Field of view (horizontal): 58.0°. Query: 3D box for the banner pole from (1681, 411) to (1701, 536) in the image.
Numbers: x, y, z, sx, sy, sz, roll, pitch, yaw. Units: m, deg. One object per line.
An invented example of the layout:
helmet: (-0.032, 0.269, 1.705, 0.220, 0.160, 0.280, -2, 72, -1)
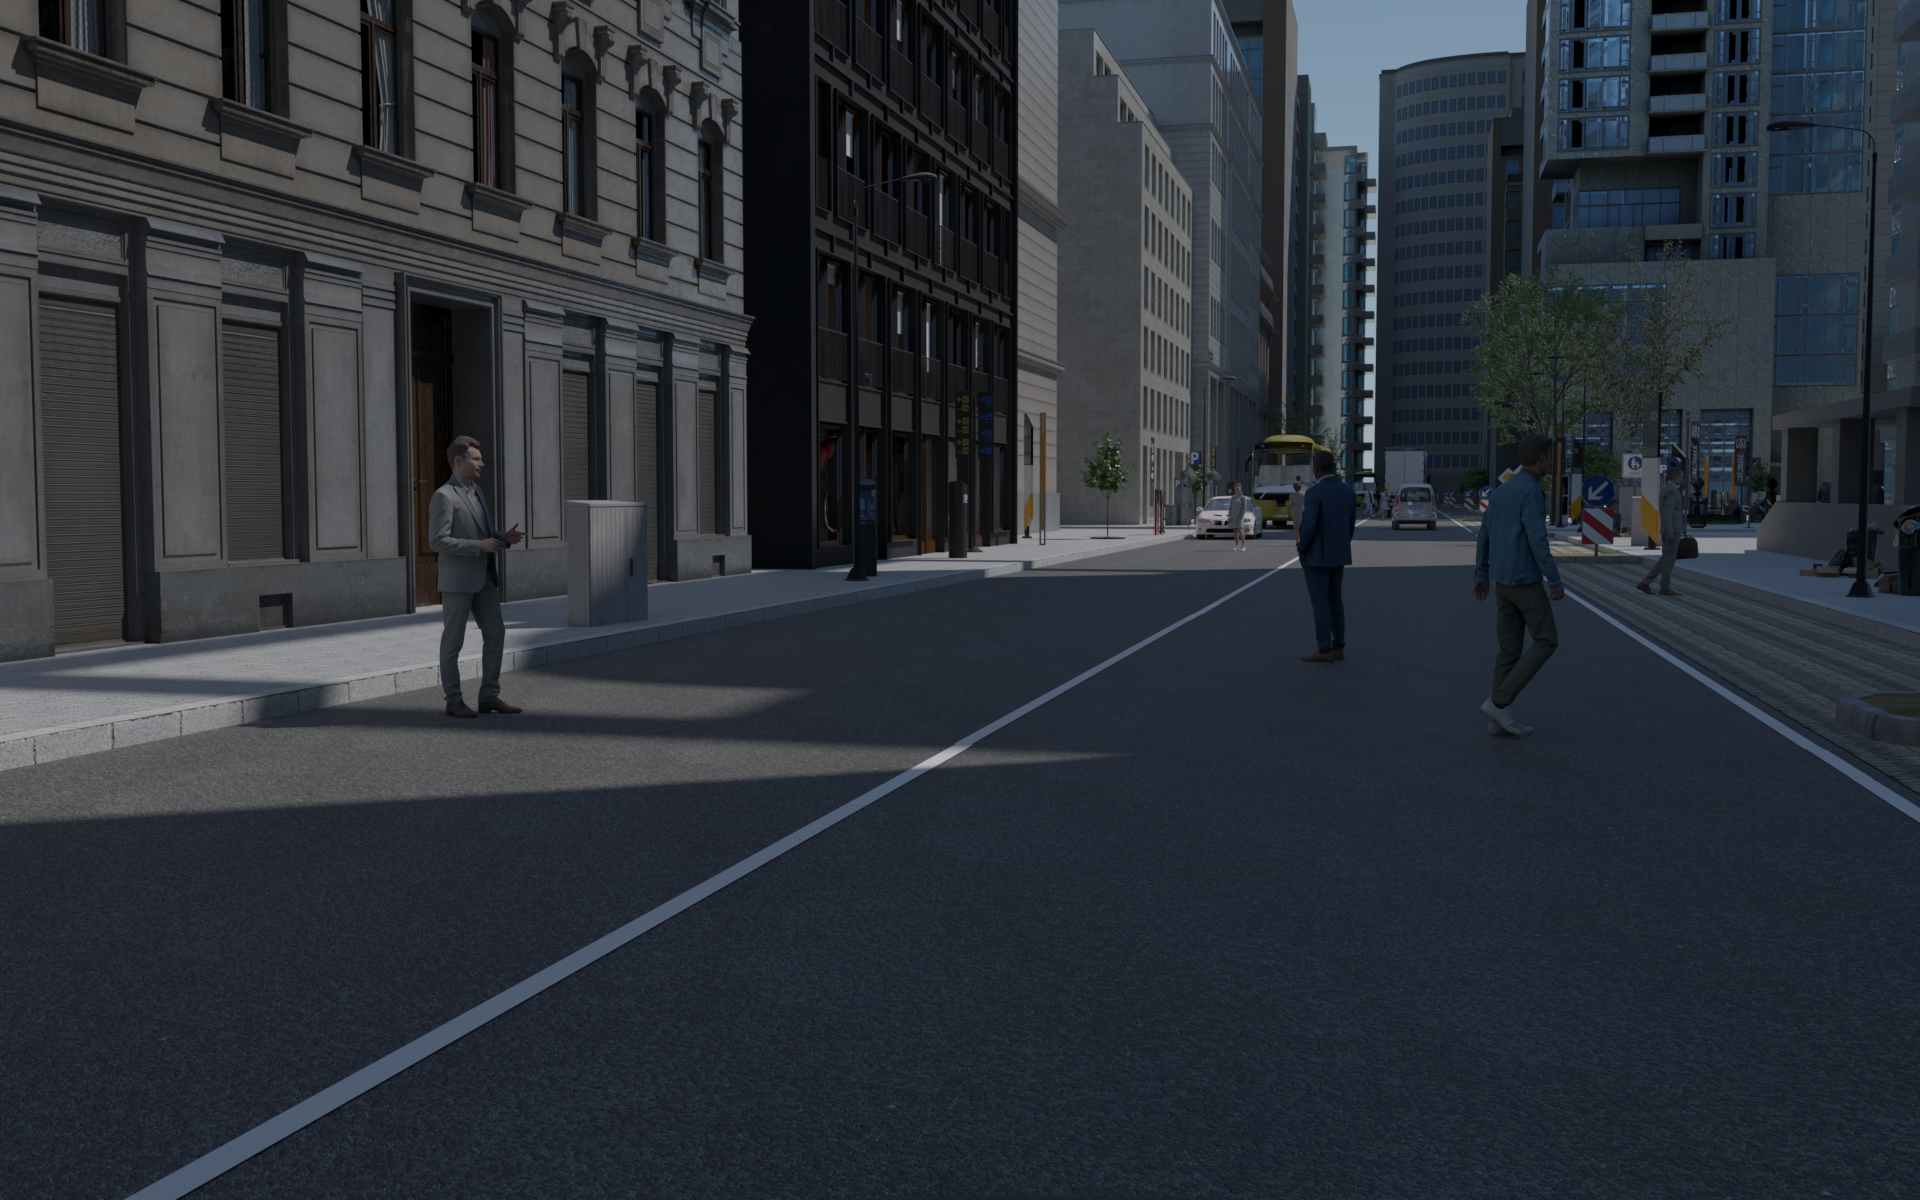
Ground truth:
banner pole: (22.223, -3.830, 52.629, 0.863, 3.779, 0.401, -2, 4, -33)

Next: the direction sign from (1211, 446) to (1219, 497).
direction sign: (12.106, -5.523, 82.298, 0.379, 3.537, 0.876, 2, 4, 30)

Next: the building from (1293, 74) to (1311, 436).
building: (25.837, -29.488, 165.720, 14.154, 41.232, 14.086, 1, 4, 15)

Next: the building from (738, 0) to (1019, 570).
building: (-6.462, -12.732, 37.843, 12.332, 23.373, 15.834, 1, 4, 15)

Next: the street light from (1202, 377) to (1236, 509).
street light: (10.242, -5.886, 68.774, 1.470, 5.913, 1.316, 1, 4, 15)

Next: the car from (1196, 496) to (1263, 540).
car: (8.769, -2.679, 56.160, 2.083, 1.381, 4.827, 1, 4, 14)

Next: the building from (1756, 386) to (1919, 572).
building: (32.172, -20.551, 27.887, 32.217, 40.220, 23.993, 1, 4, 15)

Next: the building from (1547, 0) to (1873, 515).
building: (49.357, -49.293, 118.606, 22.319, 86.520, 31.000, 1, 4, 15)

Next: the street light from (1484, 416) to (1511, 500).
street light: (31.838, -7.923, 102.088, 1.470, 5.913, 1.316, 1, 4, 15)

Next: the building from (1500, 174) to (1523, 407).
building: (56.346, -23.566, 157.008, 14.160, 30.474, 14.107, 1, 4, 15)

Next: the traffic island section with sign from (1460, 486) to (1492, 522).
traffic island section with sign: (27.181, -4.979, 90.032, 1.989, 1.847, 2.006, 1, 4, 15)

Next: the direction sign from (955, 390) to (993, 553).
direction sign: (0.316, -2.818, 38.065, 0.876, 3.537, 0.379, -1, 4, -18)

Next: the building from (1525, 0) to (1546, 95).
building: (53.760, -30.091, 142.101, 14.600, 45.320, 14.200, 1, 4, 15)

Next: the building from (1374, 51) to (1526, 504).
building: (69.579, -42.020, 229.033, 28.212, 58.520, 21.231, 1, 4, 15)

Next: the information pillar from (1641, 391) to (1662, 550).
information pillar: (15.888, -2.963, 39.802, 0.183, 3.616, 0.504, -1, 4, -23)

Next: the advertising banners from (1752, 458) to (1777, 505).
advertising banners: (38.697, -5.282, 82.552, 2.074, 3.025, 0.090, 3, 4, 36)

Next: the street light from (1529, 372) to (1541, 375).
street light: (22.309, -5.704, 65.802, 1.470, 5.913, 1.316, 1, 4, 15)

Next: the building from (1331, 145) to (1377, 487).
building: (41.409, -37.843, 238.340, 30.456, 49.044, 23.786, 1, 4, 15)

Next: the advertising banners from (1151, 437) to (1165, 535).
advertising banners: (6.163, -3.541, 54.080, 0.090, 3.025, 2.074, 1, 4, 19)

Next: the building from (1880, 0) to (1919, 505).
building: (55.418, -27.627, 71.314, 30.456, 49.044, 23.786, 1, 4, 15)

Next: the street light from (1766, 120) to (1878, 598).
street light: (10.711, -2.998, 21.562, 1.470, 5.913, 1.316, 1, 4, 15)

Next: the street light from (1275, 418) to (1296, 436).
street light: (19.730, -8.131, 105.476, 1.470, 5.913, 1.316, 1, 4, 15)

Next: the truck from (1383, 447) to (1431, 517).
truck: (28.183, -7.361, 109.266, 2.839, 4.237, 11.283, 1, 4, 16)

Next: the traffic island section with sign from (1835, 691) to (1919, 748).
traffic island section with sign: (6.346, -0.093, 10.149, 1.989, 1.847, 2.006, 1, 4, 15)

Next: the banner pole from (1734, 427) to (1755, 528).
banner pole: (29.603, -4.609, 65.376, 0.401, 3.779, 0.863, -3, 4, -38)

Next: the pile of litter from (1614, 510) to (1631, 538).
pile of litter: (19.804, -2.312, 51.761, 1.719, 0.858, 1.176, -3, 5, -42)

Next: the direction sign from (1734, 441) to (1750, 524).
direction sign: (33.761, -5.063, 74.783, 0.379, 3.537, 0.876, -1, 4, -23)

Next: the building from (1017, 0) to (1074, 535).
building: (-8.839, -16.466, 56.608, 23.554, 28.519, 14.401, 1, 4, 15)

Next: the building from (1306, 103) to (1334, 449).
building: (27.524, -35.804, 205.001, 30.456, 49.044, 23.786, 1, 4, 15)

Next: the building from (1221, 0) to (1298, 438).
building: (21.856, -30.670, 151.568, 14.600, 45.320, 14.200, 1, 4, 15)

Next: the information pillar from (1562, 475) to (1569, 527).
information pillar: (23.866, -3.916, 68.515, 0.304, 2.012, 0.304, -1, 4, -9)

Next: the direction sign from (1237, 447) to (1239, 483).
direction sign: (13.381, -5.593, 83.436, 0.379, 3.537, 0.876, 0, 4, 7)

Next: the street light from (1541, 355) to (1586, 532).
street light: (20.325, -5.228, 58.017, 1.470, 5.913, 1.316, 1, 4, 15)

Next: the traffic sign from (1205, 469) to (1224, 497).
traffic sign: (10.101, -3.997, 68.995, 0.795, 2.450, 0.064, 1, 4, 15)

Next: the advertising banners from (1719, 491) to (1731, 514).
advertising banners: (41.195, -5.908, 92.791, 2.074, 3.025, 0.090, -3, 5, -43)

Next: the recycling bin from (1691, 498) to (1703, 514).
recycling bin: (44.944, -5.682, 105.459, 0.722, 1.027, 0.722, 0, 4, 2)

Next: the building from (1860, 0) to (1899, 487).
building: (90.294, -46.020, 190.675, 20.611, 71.187, 20.563, 1, 4, 15)

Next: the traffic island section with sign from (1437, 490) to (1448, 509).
traffic island section with sign: (46.666, -9.546, 164.697, 1.989, 1.847, 2.006, 1, 4, 15)

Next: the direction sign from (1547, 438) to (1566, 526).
direction sign: (24.046, -4.780, 70.142, 0.876, 3.537, 0.379, 2, 4, 34)

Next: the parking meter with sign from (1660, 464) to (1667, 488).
parking meter with sign: (41.447, -6.452, 101.746, 0.543, 3.016, 1.738, 2, 4, 31)

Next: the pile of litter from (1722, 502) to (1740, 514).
pile of litter: (40.362, -4.678, 90.452, 1.719, 0.858, 1.176, -3, 5, -44)

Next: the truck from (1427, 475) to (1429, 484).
truck: (34.191, -8.379, 132.927, 3.469, 3.379, 9.791, 1, 4, 16)

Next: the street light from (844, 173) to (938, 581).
street light: (-1.005, -3.229, 25.332, 1.470, 5.913, 1.316, 1, 4, 15)

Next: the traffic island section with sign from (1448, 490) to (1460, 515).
traffic island section with sign: (34.120, -6.605, 116.619, 1.989, 1.847, 2.006, 1, 4, 15)

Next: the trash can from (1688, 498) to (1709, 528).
trash can: (27.678, -3.259, 64.932, 0.748, 1.137, 0.748, 0, 3, 0)

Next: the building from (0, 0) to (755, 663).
building: (-10.160, -10.449, 19.997, 9.793, 20.994, 18.267, 1, 4, 15)

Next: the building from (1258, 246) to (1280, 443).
building: (16.207, -17.598, 129.524, 13.314, 21.916, 24.055, 1, 4, 15)

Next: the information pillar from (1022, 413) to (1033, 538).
information pillar: (1.973, -3.587, 49.995, 0.183, 3.616, 0.504, -1, 4, -23)

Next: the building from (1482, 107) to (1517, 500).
building: (68.098, -33.639, 200.102, 14.600, 45.320, 14.200, 1, 4, 15)

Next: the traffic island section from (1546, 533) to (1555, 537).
traffic island section: (18.938, -2.215, 58.503, 2.009, 0.180, 2.903, 1, 4, 15)

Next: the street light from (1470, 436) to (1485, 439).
street light: (41.362, -10.141, 138.344, 1.470, 5.913, 1.316, 1, 4, 15)

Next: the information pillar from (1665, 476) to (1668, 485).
information pillar: (28.455, -3.979, 69.547, 0.304, 2.012, 0.304, 2, 4, 28)

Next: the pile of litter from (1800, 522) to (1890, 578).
pile of litter: (13.764, -0.780, 26.724, 1.176, 0.858, 1.719, 0, 4, -6)

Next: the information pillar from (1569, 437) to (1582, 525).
information pillar: (25.383, -4.890, 71.312, 0.504, 3.616, 0.183, -2, 4, -27)

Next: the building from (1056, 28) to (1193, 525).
building: (4.518, -13.797, 80.333, 10.420, 20.320, 16.860, 1, 4, 15)

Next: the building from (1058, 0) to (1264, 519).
building: (11.033, -19.875, 102.446, 11.434, 29.767, 29.804, 1, 4, 15)

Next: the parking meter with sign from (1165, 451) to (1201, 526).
parking meter with sign: (9.039, -4.537, 70.433, 1.738, 3.016, 0.543, -3, 5, -44)

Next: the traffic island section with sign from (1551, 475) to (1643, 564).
traffic island section with sign: (13.153, -1.690, 36.261, 1.989, 1.847, 2.006, 1, 4, 15)

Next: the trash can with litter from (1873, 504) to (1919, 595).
trash can with litter: (12.055, -0.656, 22.109, 0.624, 1.170, 1.055, 0, 4, -3)
